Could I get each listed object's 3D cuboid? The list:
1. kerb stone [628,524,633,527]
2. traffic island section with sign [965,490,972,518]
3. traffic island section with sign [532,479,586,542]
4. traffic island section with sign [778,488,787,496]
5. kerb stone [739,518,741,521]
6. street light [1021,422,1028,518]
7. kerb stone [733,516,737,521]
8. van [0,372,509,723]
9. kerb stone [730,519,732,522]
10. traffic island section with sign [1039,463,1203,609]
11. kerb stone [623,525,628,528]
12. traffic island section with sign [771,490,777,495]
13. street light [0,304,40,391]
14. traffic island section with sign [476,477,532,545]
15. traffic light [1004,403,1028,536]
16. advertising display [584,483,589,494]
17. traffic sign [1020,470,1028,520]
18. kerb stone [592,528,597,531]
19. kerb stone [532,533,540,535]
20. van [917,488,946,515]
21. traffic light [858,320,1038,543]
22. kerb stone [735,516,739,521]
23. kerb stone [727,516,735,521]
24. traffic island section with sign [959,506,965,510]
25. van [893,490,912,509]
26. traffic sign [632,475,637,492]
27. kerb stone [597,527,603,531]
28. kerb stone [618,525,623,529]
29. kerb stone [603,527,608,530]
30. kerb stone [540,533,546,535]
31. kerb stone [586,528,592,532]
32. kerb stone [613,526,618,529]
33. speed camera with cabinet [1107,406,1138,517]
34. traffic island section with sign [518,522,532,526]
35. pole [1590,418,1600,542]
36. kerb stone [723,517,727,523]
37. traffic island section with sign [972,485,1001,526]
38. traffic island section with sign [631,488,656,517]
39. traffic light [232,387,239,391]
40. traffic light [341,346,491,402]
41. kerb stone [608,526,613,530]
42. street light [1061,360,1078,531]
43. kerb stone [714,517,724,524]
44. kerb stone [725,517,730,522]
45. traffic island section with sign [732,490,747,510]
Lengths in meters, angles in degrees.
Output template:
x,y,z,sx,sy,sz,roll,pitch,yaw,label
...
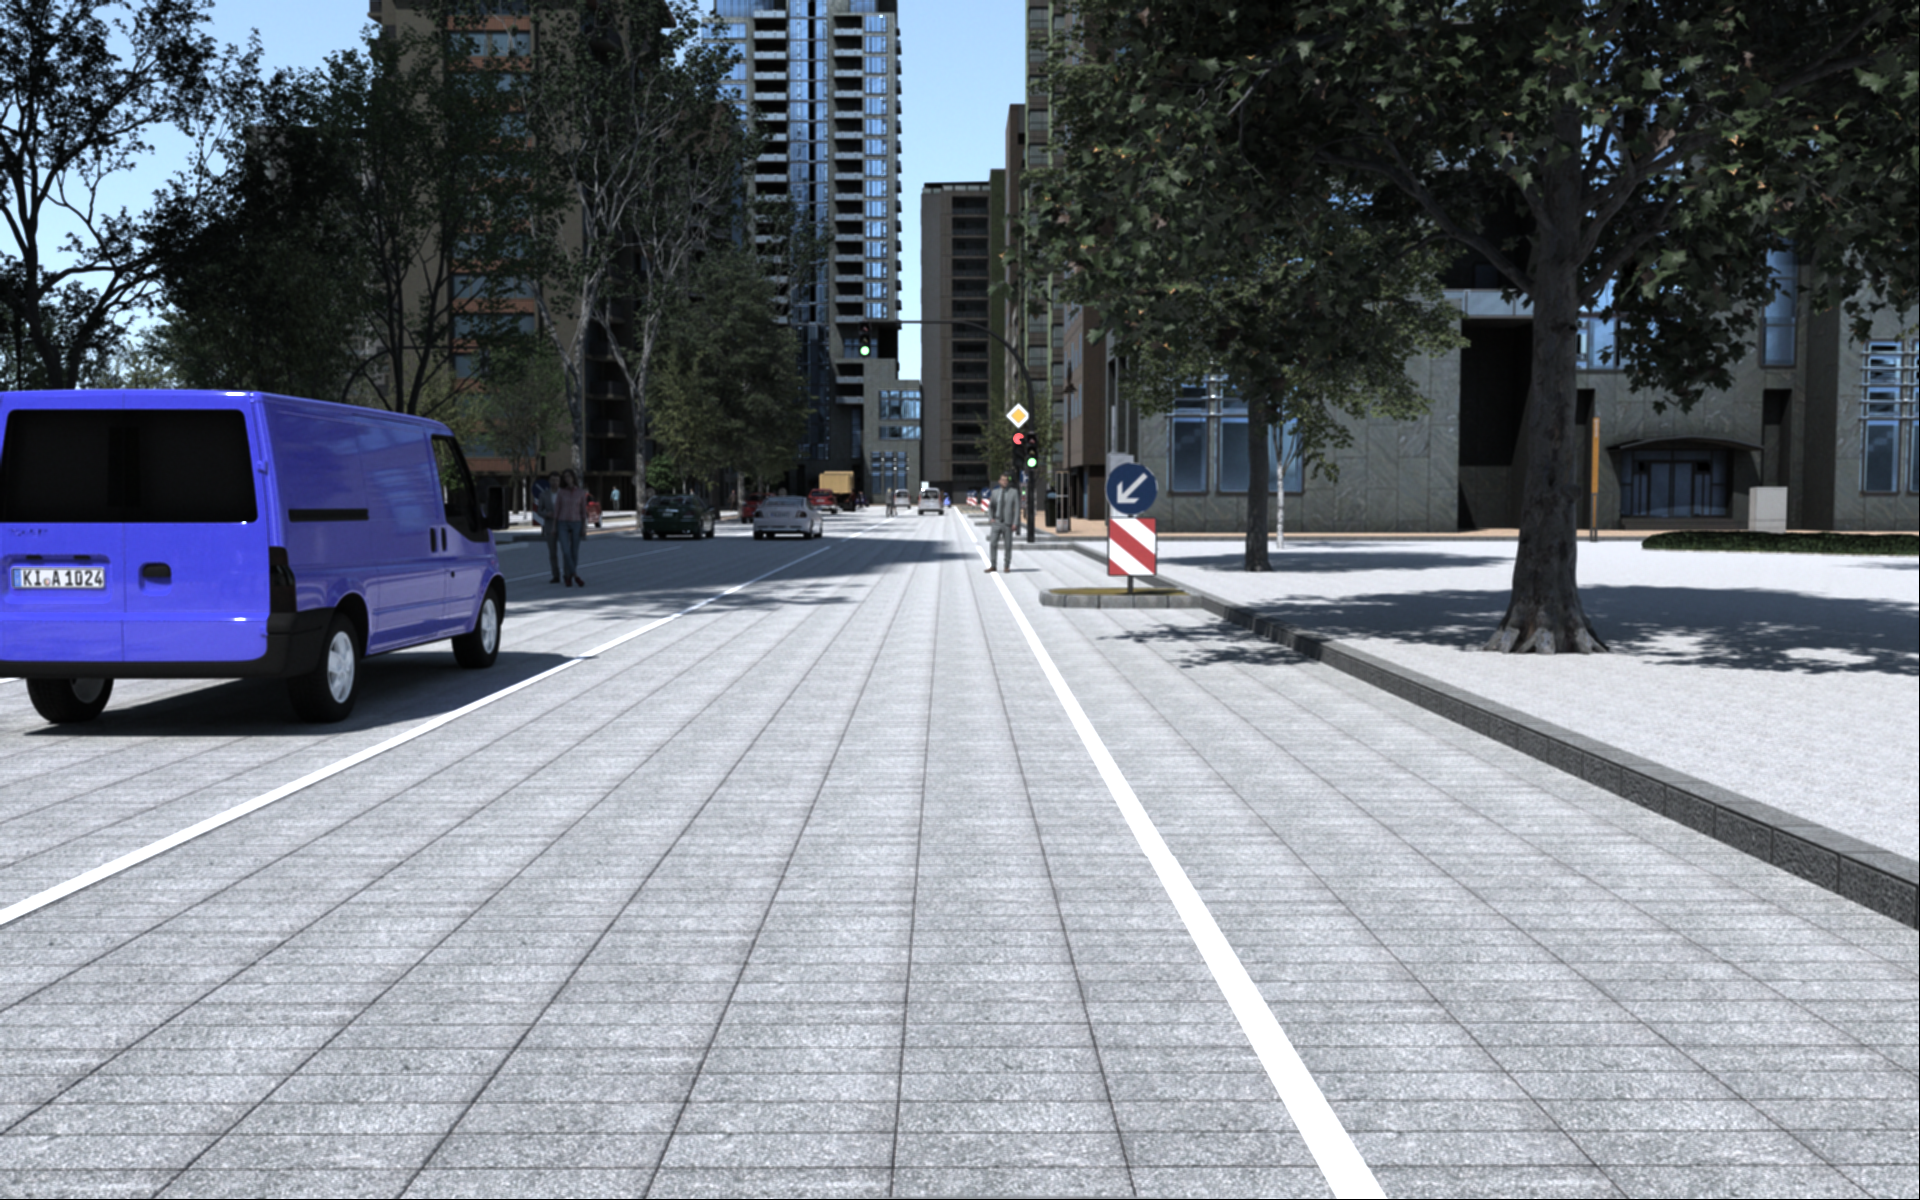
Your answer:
x,y,z,sx,sy,sz,roll,pitch,yaw,label
-13.862,-3.041,71.952,0.120,0.150,1.000,0,4,0,kerb stone
1.459,-5.926,105.519,1.989,1.847,2.006,0,4,0,traffic island section with sign
-12.666,-2.754,53.158,2.006,1.907,1.989,0,4,0,traffic island section with sign
-13.211,-7.349,128.295,2.006,1.907,1.989,0,4,0,traffic island section with sign
-11.904,-4.293,92.479,0.120,0.150,1.000,0,4,0,kerb stone
3.508,-7.398,93.750,0.468,5.910,1.993,0,4,0,street light
-11.897,-4.169,90.429,0.120,0.150,1.000,0,4,0,kerb stone
-4.805,-0.497,12.516,2.240,2.365,5.245,0,4,0,van
-11.881,-4.048,88.377,0.120,0.150,1.000,0,4,0,kerb stone
2.051,-0.855,22.609,1.989,1.847,2.006,0,4,0,traffic island section with sign
-13.857,-2.980,70.930,0.120,0.150,1.000,0,4,0,kerb stone
-19.612,-10.652,182.794,1.989,1.847,2.006,0,4,0,traffic island section with sign
-20.915,-4.023,38.571,0.468,5.910,1.993,0,4,0,street light
-12.623,-2.301,45.751,2.006,1.907,1.989,0,4,0,traffic island section with sign
1.782,-3.949,53.486,0.839,4.253,0.868,0,4,0,traffic light
-20.951,-5.598,96.745,0.123,1.923,0.974,1,4,10,advertising display
3.287,-5.295,86.678,0.768,2.556,0.104,0,4,8,traffic sign
-13.818,-2.601,64.777,0.120,0.150,1.000,0,4,0,kerb stone
-13.744,-2.039,55.556,0.120,0.150,1.000,0,4,0,kerb stone
-1.996,-6.855,119.091,2.013,2.044,4.112,0,4,1,van
-0.252,-4.323,45.345,4.771,5.953,1.251,0,4,0,traffic light
-11.904,-4.234,91.451,0.120,0.150,1.000,0,4,0,kerb stone
-11.892,-4.109,89.406,0.120,0.150,1.000,0,4,0,kerb stone
1.104,-8.999,155.767,1.989,1.847,2.006,0,4,0,traffic island section with sign
-5.591,-9.786,167.009,2.013,2.044,4.112,0,4,-2,van
-21.455,-7.032,115.077,0.768,2.556,0.104,0,4,7,traffic sign
-13.826,-2.667,65.799,0.120,0.150,1.000,0,4,0,kerb stone
-13.856,-2.917,69.893,0.120,0.150,1.000,0,4,0,kerb stone
-13.830,-2.730,66.823,0.120,0.150,1.000,0,4,0,kerb stone
-13.756,-2.103,56.579,0.120,0.150,1.000,0,4,0,kerb stone
-13.810,-2.542,63.754,0.120,0.150,1.000,0,4,0,kerb stone
-13.843,-2.855,68.871,0.120,0.150,1.000,0,4,0,kerb stone
3.593,-2.681,38.172,0.660,3.252,2.038,0,4,3,speed camera with cabinet
-18.870,-4.285,78.681,1.989,1.847,2.006,0,4,0,traffic island section with sign
16.959,-3.207,46.279,0.158,3.312,0.155,0,3,0,pole
-11.865,-3.922,86.320,0.120,0.150,1.000,0,4,0,kerb stone
1.656,-4.277,78.564,1.989,1.847,2.006,0,4,0,traffic island section with sign
-19.073,-5.989,106.547,1.989,1.847,2.006,0,4,0,traffic island section with sign
-18.921,-3.451,45.338,0.839,4.253,0.868,0,4,0,traffic light
-16.887,-4.814,53.373,4.771,5.953,1.251,0,4,0,traffic light
-13.838,-2.786,67.849,0.120,0.150,1.000,0,4,0,kerb stone
3.772,-5.323,59.819,0.468,5.910,1.993,0,4,0,street light
-11.859,-3.859,85.298,0.120,0.150,1.000,0,4,0,kerb stone
-11.874,-3.985,87.343,0.120,0.150,1.000,0,4,0,kerb stone
-19.425,-8.985,155.537,1.989,1.847,2.006,0,4,0,traffic island section with sign
